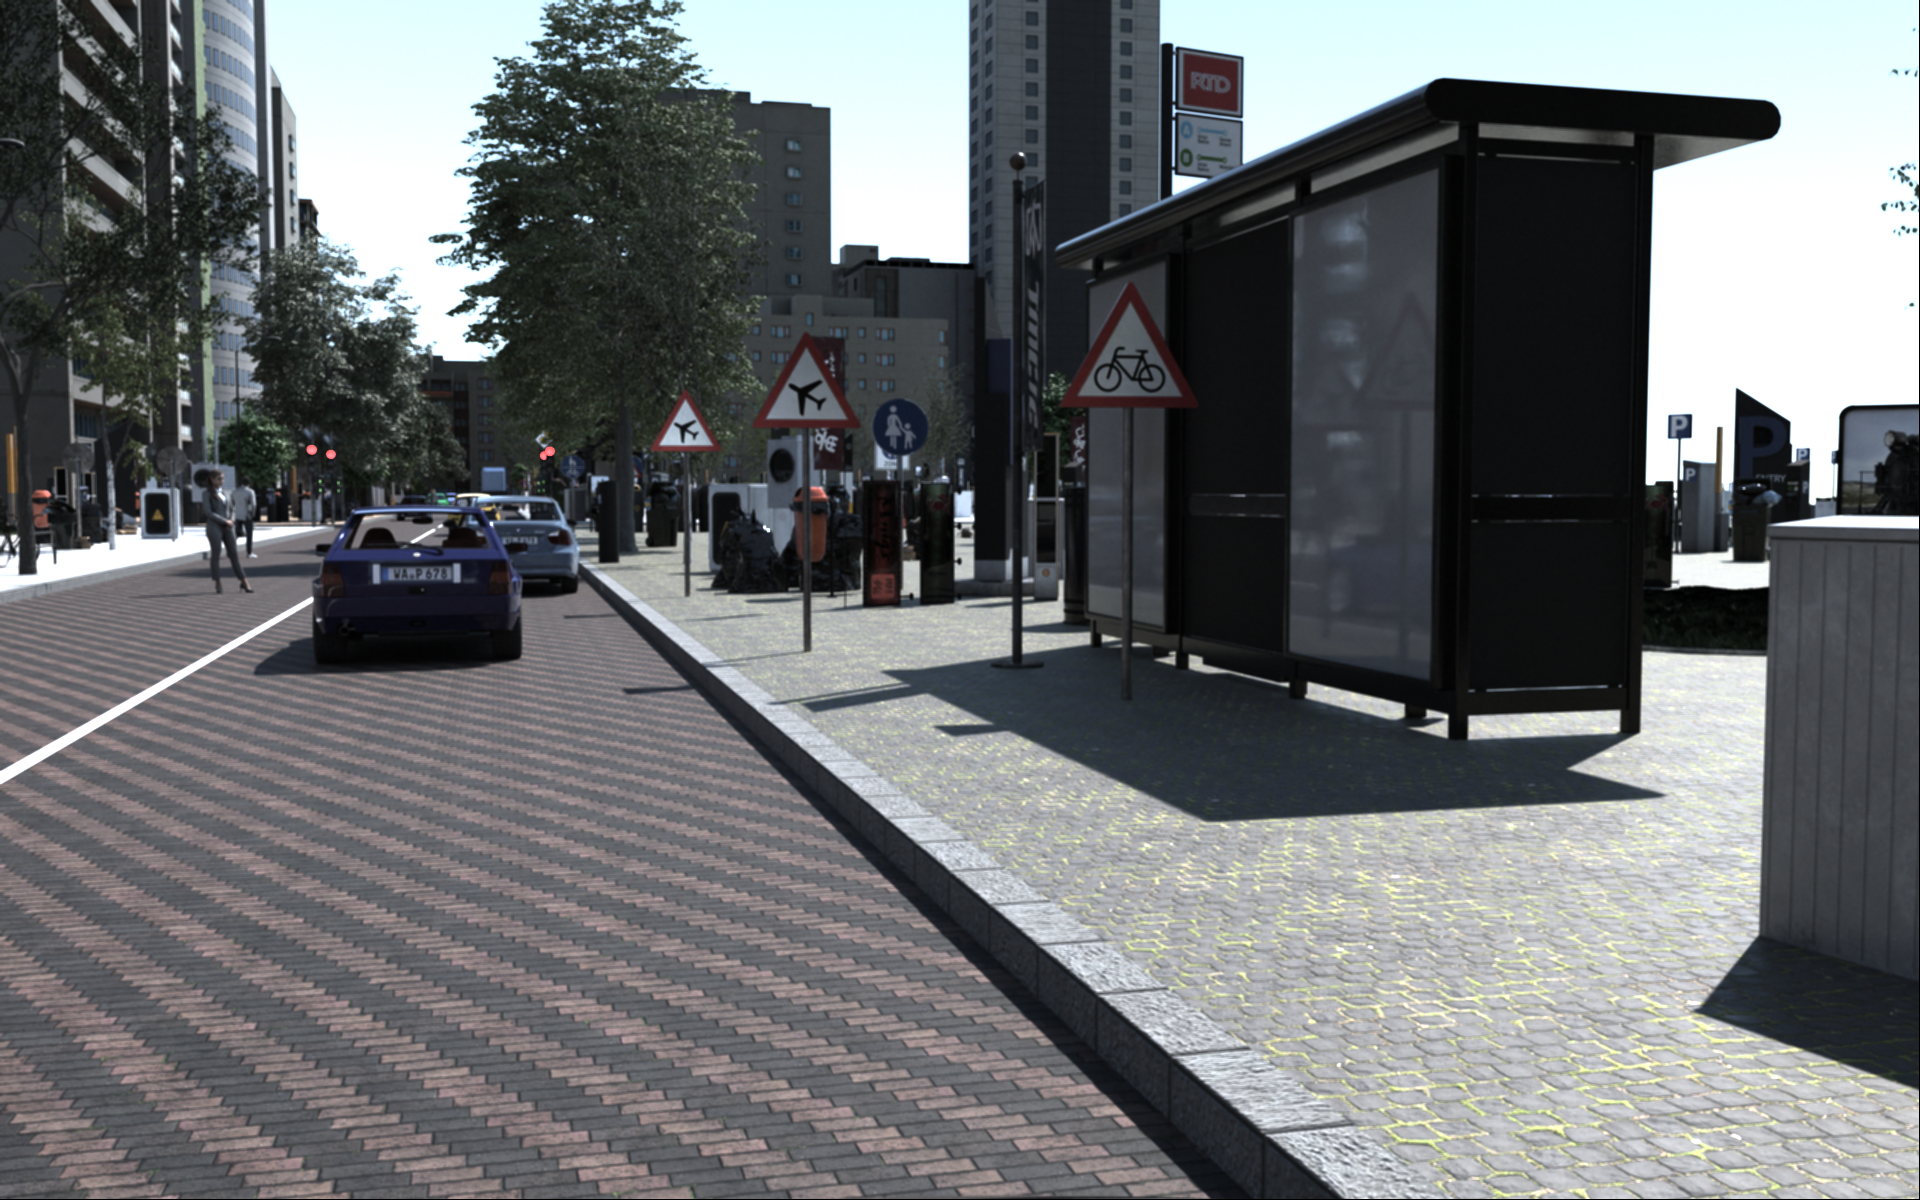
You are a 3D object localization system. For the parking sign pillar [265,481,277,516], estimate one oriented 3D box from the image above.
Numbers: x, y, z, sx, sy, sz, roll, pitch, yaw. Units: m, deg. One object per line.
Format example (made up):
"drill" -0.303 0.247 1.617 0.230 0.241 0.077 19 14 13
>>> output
"parking sign pillar" -41.086 -6.961 102.286 1.447 3.967 1.447 -3 4 -38

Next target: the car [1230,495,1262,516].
"car" 13.299 -4.119 79.707 4.827 1.381 2.083 -1 4 -16

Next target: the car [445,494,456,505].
"car" -59.051 -11.706 200.987 1.945 1.707 3.694 -1 4 -13

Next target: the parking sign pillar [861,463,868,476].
"parking sign pillar" -8.174 -9.907 150.448 1.447 3.967 1.447 1 4 14

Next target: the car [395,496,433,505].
"car" -29.525 -4.966 93.780 1.945 1.354 3.894 -1 4 -14

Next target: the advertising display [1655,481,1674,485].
"advertising display" 33.686 -4.749 82.864 0.123 1.923 0.974 -2 4 -33

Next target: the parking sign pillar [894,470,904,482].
"parking sign pillar" -3.501 -6.671 97.539 1.447 3.967 1.447 1 4 13

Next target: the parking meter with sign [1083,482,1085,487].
"parking meter with sign" 7.128 -5.735 90.031 1.738 3.016 0.543 2 4 23

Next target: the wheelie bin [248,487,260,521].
"wheelie bin" -33.284 -4.486 81.247 0.980 1.594 0.693 2 4 29

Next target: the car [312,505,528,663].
"car" -5.016 -0.220 16.171 1.945 1.354 3.894 -1 4 -16

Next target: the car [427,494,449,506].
"car" -42.993 -8.162 142.250 1.959 1.807 4.718 -1 4 -13

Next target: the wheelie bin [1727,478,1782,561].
"wheelie bin" 15.241 -1.552 33.277 0.980 1.594 0.693 2 4 33

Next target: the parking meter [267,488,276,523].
"parking meter" -30.452 -4.171 76.599 0.372 1.533 0.369 0 3 0

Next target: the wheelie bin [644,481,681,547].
"wheelie bin" -7.242 -2.106 42.341 0.693 1.594 0.980 2 4 35

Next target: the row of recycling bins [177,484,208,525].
"row of recycling bins" -32.867 -4.095 74.070 1.069 1.692 3.534 -1 4 -14

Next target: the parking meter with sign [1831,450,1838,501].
"parking meter with sign" 35.533 -4.432 68.726 1.738 3.016 0.543 0 4 7

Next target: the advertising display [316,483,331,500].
"advertising display" -37.099 -5.865 101.110 0.974 1.923 0.123 -3 5 -45

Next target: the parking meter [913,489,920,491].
"parking meter" -2.102 -4.616 83.874 0.372 1.533 0.369 0 3 0

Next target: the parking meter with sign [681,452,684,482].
"parking meter with sign" -10.901 -4.326 66.988 0.543 3.016 1.738 -1 4 -13

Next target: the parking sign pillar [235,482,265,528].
"parking sign pillar" -27.421 -4.706 65.418 1.447 3.967 1.447 0 4 2

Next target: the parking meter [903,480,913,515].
"parking meter" -2.158 -4.065 72.169 0.255 1.863 0.399 -3 5 -43

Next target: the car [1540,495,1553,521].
"car" 29.881 -4.554 86.465 4.499 1.417 2.014 -1 4 -17

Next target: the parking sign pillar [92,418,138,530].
"parking sign pillar" -29.660 -4.417 60.688 1.447 3.967 1.447 -3 5 -43

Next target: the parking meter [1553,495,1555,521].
"parking meter" 24.073 -3.912 69.679 0.255 1.863 0.399 -2 4 -27

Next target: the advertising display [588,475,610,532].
"advertising display" -12.206 -3.267 58.633 0.123 1.923 0.974 2 4 31

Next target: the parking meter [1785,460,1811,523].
"parking meter" 14.245 -1.454 29.482 0.399 1.863 0.255 -3 4 -37

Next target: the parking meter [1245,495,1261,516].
"parking meter" 6.660 -2.056 39.330 0.255 1.863 0.399 -1 4 -16

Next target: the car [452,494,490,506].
"car" -16.973 -3.069 60.406 2.015 1.641 3.980 -1 4 -17

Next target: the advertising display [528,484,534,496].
"advertising display" -28.285 -6.668 114.230 0.123 1.923 0.974 -2 4 -28

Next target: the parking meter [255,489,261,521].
"parking meter" -33.586 -4.540 82.634 0.372 1.533 0.369 0 3 0

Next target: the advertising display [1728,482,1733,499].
"advertising display" 42.348 -5.453 94.374 0.123 1.923 0.974 -3 5 -40

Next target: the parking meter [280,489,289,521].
"parking meter" -31.726 -4.460 81.329 0.372 1.533 0.369 0 3 0

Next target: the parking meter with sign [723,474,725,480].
"parking meter with sign" -20.901 -9.243 147.377 1.738 3.016 0.543 0 4 -2

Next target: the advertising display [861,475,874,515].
"advertising display" -3.103 -3.232 58.061 0.123 1.923 0.974 -1 4 -21

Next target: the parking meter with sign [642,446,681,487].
"parking meter with sign" -10.562 -3.961 61.023 0.543 3.016 1.738 1 4 16

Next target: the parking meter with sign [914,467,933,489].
"parking meter with sign" -2.080 -6.928 109.527 1.738 3.016 0.543 3 5 44

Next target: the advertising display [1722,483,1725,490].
"advertising display" 45.869 -6.078 104.582 0.974 1.923 0.123 -3 4 -38

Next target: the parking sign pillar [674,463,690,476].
"parking sign pillar" -15.651 -6.661 97.373 1.447 3.967 1.447 -2 4 -35

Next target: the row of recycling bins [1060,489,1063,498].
"row of recycling bins" 9.608 -8.818 151.294 3.534 1.692 1.069 3 4 37

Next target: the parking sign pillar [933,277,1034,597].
"parking sign pillar" 0.540 -2.063 22.207 1.447 3.967 1.447 1 4 15

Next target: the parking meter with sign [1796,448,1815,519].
"parking meter with sign" 33.395 -4.456 69.121 1.738 3.016 0.543 2 4 28

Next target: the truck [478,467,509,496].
"truck" -45.189 -10.925 168.384 2.967 4.110 18.799 -1 4 -16

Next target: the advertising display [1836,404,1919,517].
"advertising display" 6.805 -0.439 12.390 0.974 1.923 0.123 2 4 30

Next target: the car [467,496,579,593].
"car" -6.762 -0.866 26.158 2.014 1.417 4.499 -1 4 -17

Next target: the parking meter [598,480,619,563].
"parking meter" -6.576 -1.468 32.408 0.372 1.533 0.369 0 3 0

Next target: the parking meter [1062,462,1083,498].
"parking meter" 2.030 -1.563 31.266 0.255 1.863 0.399 2 4 28

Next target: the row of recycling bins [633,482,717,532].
"row of recycling bins" -9.836 -3.161 58.795 3.534 1.692 1.069 -1 4 -13

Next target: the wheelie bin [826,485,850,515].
"wheelie bin" -4.137 -3.111 58.766 0.693 1.594 0.980 2 4 35

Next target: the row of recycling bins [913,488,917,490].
"row of recycling bins" -3.641 -8.598 147.693 1.069 1.692 3.534 -1 4 -23

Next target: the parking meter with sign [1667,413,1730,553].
"parking meter with sign" 16.302 -2.562 38.144 1.738 3.016 0.543 -2 4 -35

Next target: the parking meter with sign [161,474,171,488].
"parking meter with sign" -37.500 -5.242 81.968 0.543 3.016 1.738 -1 4 -20

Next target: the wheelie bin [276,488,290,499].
"wheelie bin" -36.306 -5.182 92.640 0.980 1.594 0.693 2 4 29

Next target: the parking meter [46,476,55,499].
"parking meter" -26.999 -2.810 51.649 0.399 1.863 0.255 -3 5 -40

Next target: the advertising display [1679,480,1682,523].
"advertising display" 32.312 -4.425 77.556 0.123 1.923 0.974 2 4 27

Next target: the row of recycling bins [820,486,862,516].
"row of recycling bins" -5.814 -4.761 84.948 3.534 1.692 1.069 2 4 31

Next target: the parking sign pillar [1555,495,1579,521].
"parking sign pillar" 21.576 -4.429 60.893 1.447 3.967 1.447 -2 4 -25

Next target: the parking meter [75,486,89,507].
"parking meter" -27.034 -2.749 53.363 0.372 1.533 0.369 0 3 0

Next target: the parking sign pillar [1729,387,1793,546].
"parking sign pillar" 20.125 -3.362 43.433 1.447 3.967 1.447 1 4 15
